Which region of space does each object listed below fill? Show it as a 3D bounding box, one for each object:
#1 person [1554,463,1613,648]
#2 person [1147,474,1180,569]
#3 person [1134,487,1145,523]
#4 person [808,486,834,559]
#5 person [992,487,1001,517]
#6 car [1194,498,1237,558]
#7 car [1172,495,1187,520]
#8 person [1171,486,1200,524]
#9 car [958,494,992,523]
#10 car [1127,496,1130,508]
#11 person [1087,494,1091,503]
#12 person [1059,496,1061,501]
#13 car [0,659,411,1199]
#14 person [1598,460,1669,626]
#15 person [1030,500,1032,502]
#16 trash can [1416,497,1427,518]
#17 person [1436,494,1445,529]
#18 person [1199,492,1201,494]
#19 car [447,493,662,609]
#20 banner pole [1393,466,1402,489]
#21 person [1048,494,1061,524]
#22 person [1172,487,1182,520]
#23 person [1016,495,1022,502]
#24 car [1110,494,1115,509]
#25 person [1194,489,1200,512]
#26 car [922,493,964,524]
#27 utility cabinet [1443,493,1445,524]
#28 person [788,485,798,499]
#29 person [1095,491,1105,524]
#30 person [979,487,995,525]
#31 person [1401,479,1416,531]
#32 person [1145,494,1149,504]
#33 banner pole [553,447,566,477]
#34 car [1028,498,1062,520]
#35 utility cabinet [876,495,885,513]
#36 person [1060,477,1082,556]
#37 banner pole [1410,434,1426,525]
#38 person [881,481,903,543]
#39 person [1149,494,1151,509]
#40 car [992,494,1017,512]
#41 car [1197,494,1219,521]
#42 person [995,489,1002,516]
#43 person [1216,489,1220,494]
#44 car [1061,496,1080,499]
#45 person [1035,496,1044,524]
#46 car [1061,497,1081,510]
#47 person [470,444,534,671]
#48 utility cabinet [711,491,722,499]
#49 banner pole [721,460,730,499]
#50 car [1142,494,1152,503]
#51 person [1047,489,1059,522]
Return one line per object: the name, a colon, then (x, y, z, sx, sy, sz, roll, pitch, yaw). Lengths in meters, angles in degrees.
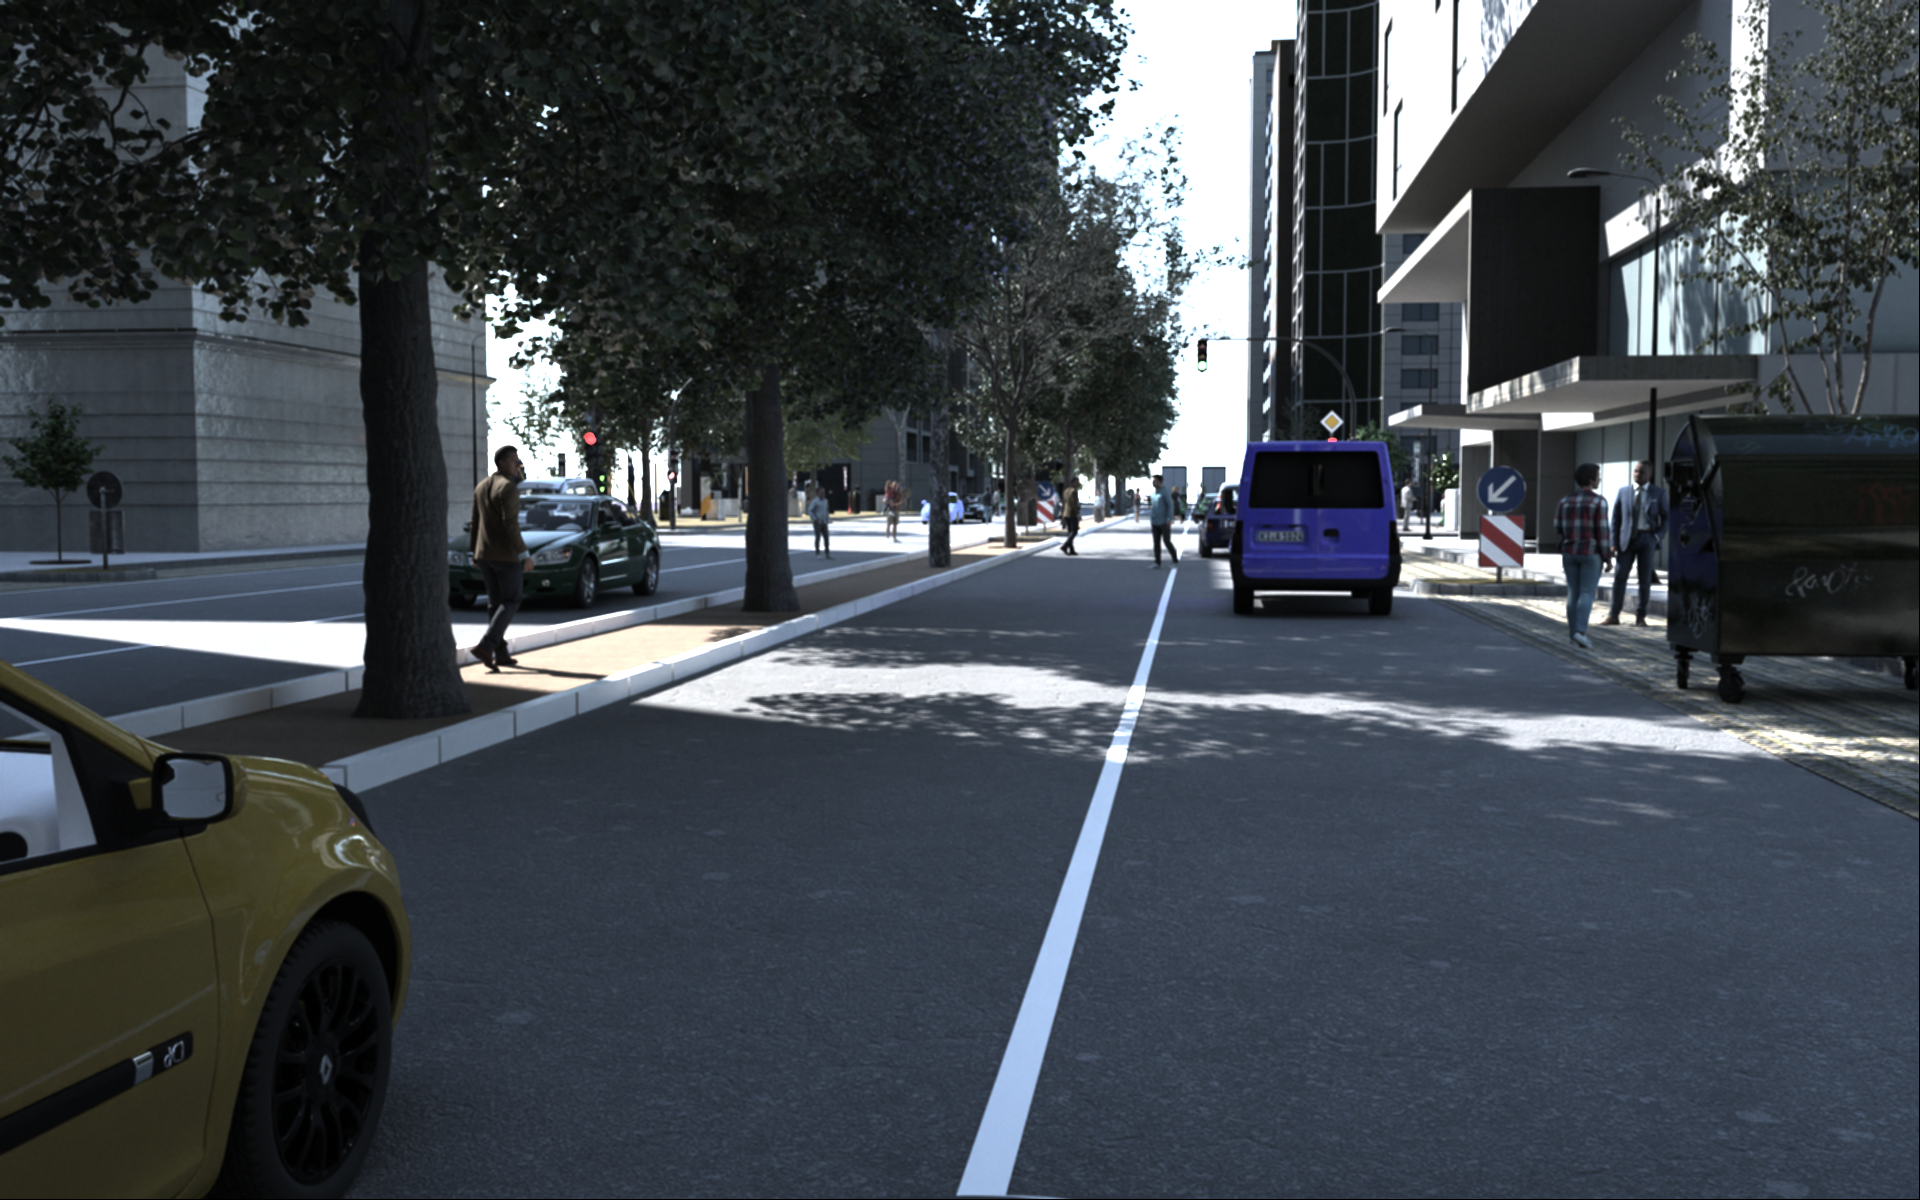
person: (5.839, -0.425, 16.283, 0.643, 1.720, 0.563, -3, 4, -36)
person: (3.914, -1.509, 33.196, 0.620, 1.820, 0.660, -3, 4, -37)
person: (8.992, -4.784, 87.072, 0.532, 1.782, 0.716, 2, 4, 28)
person: (-3.073, -1.705, 38.194, 0.589, 1.601, 0.330, -2, 4, -33)
person: (2.213, -6.056, 107.369, 0.795, 1.843, 0.661, 1, 4, 21)
car: (6.428, -1.688, 40.185, 1.945, 1.354, 3.894, 0, 4, 7)
car: (11.878, -5.460, 98.062, 1.959, 1.807, 4.718, 0, 4, 8)
person: (10.721, -4.552, 83.149, 1.509, 1.804, 0.699, 1, 4, 21)
car: (0.621, -4.724, 87.016, 2.009, 1.686, 4.222, 0, 4, 6)
car: (16.641, -10.239, 179.201, 2.131, 1.459, 4.920, 0, 4, 7)
person: (20.653, -16.272, 277.784, 0.697, 1.427, 0.421, 2, 4, 35)
person: (7.298, -7.019, 127.530, 0.475, 1.303, 0.640, -3, 4, -38)
car: (-2.228, 0.481, 2.368, 2.015, 1.641, 3.980, 0, 4, 7)
person: (7.317, -0.617, 18.764, 0.721, 1.800, 0.419, 1, 4, 22)
person: (8.912, -12.849, 219.354, 0.697, 1.427, 0.421, 3, 5, 42)
trash can: (25.033, -5.021, 93.749, 0.748, 1.137, 0.748, 0, 3, 0)
person: (17.634, -3.237, 63.216, 0.590, 1.304, 0.306, -1, 4, -13)
person: (38.969, -16.601, 280.629, 0.721, 1.736, 1.217, -1, 4, -20)
car: (-5.392, -0.701, 23.252, 2.131, 1.459, 4.920, 0, 4, 6)
banner pole: (27.406, -7.237, 108.343, 0.863, 3.779, 0.401, 3, 5, 43)
person: (4.574, -4.504, 82.816, 0.598, 1.740, 0.731, 3, 5, 40)
person: (11.873, -5.293, 95.137, 0.616, 1.811, 0.778, -1, 4, -23)
person: (7.381, -12.402, 209.607, 1.217, 1.735, 0.721, 1, 4, 20)
car: (13.398, -8.886, 155.076, 2.009, 1.686, 4.222, 1, 4, 10)
person: (18.236, -7.606, 133.076, 0.641, 1.798, 0.478, 3, 5, 42)
car: (-0.806, -4.487, 82.952, 1.945, 1.707, 3.694, 0, 4, 7)
utility cabinet: (21.010, -3.936, 73.027, 1.173, 1.500, 0.318, 1, 4, 23)
person: (-9.370, -5.572, 97.269, 0.709, 1.813, 0.853, 1, 4, 14)
person: (6.579, -4.371, 81.772, 0.589, 1.601, 0.330, 3, 5, 42)
person: (1.276, -4.395, 80.698, 0.623, 1.781, 0.721, -3, 5, -43)
person: (15.440, -3.255, 59.458, 0.583, 1.804, 0.606, -1, 4, -17)
person: (28.214, -15.231, 260.755, 0.697, 1.427, 0.421, 0, 4, 7)
banner pole: (-21.187, -6.209, 91.534, 0.863, 3.779, 0.401, -2, 4, -30)
car: (4.790, -5.358, 97.396, 2.009, 1.686, 4.222, 0, 4, 8)
utility cabinet: (-5.377, -6.472, 116.986, 0.306, 1.237, 1.020, 1, 4, 18)
person: (2.612, -1.961, 40.466, 0.656, 1.842, 0.836, 2, 4, 33)
banner pole: (19.066, -5.011, 71.949, 0.863, 3.779, 0.401, -3, 4, -37)
person: (-2.009, -2.598, 50.956, 0.573, 1.828, 0.580, 2, 4, 24)
person: (18.350, -9.506, 167.188, 0.557, 1.426, 1.065, 1, 4, 21)
car: (3.664, -8.066, 140.668, 1.959, 1.807, 4.718, 0, 4, 7)
car: (13.951, -5.038, 94.163, 2.131, 1.459, 4.920, 0, 4, 7)
person: (2.524, -6.327, 112.497, 0.362, 1.759, 0.519, -3, 4, -36)
person: (18.735, -7.125, 125.329, 0.374, 1.781, 0.599, 0, 4, -6)
car: (10.146, -9.218, 160.502, 2.009, 1.686, 4.222, 1, 4, 9)
person: (3.877, -4.620, 84.007, 0.580, 1.828, 0.573, -1, 4, -23)
car: (9.868, -8.755, 155.724, 1.945, 1.354, 3.894, 1, 4, 10)
person: (-3.750, -0.351, 14.150, 0.656, 1.842, 0.836, 1, 4, 10)
utility cabinet: (-17.191, -6.880, 121.159, 0.318, 1.500, 1.173, 3, 5, 41)
banner pole: (-15.958, -7.855, 118.453, 0.863, 3.779, 0.401, 2, 4, 27)
car: (30.490, -16.466, 281.580, 2.083, 1.381, 4.827, 0, 4, 7)
person: (4.665, -4.803, 87.050, 0.660, 1.820, 0.620, -1, 4, -21)
